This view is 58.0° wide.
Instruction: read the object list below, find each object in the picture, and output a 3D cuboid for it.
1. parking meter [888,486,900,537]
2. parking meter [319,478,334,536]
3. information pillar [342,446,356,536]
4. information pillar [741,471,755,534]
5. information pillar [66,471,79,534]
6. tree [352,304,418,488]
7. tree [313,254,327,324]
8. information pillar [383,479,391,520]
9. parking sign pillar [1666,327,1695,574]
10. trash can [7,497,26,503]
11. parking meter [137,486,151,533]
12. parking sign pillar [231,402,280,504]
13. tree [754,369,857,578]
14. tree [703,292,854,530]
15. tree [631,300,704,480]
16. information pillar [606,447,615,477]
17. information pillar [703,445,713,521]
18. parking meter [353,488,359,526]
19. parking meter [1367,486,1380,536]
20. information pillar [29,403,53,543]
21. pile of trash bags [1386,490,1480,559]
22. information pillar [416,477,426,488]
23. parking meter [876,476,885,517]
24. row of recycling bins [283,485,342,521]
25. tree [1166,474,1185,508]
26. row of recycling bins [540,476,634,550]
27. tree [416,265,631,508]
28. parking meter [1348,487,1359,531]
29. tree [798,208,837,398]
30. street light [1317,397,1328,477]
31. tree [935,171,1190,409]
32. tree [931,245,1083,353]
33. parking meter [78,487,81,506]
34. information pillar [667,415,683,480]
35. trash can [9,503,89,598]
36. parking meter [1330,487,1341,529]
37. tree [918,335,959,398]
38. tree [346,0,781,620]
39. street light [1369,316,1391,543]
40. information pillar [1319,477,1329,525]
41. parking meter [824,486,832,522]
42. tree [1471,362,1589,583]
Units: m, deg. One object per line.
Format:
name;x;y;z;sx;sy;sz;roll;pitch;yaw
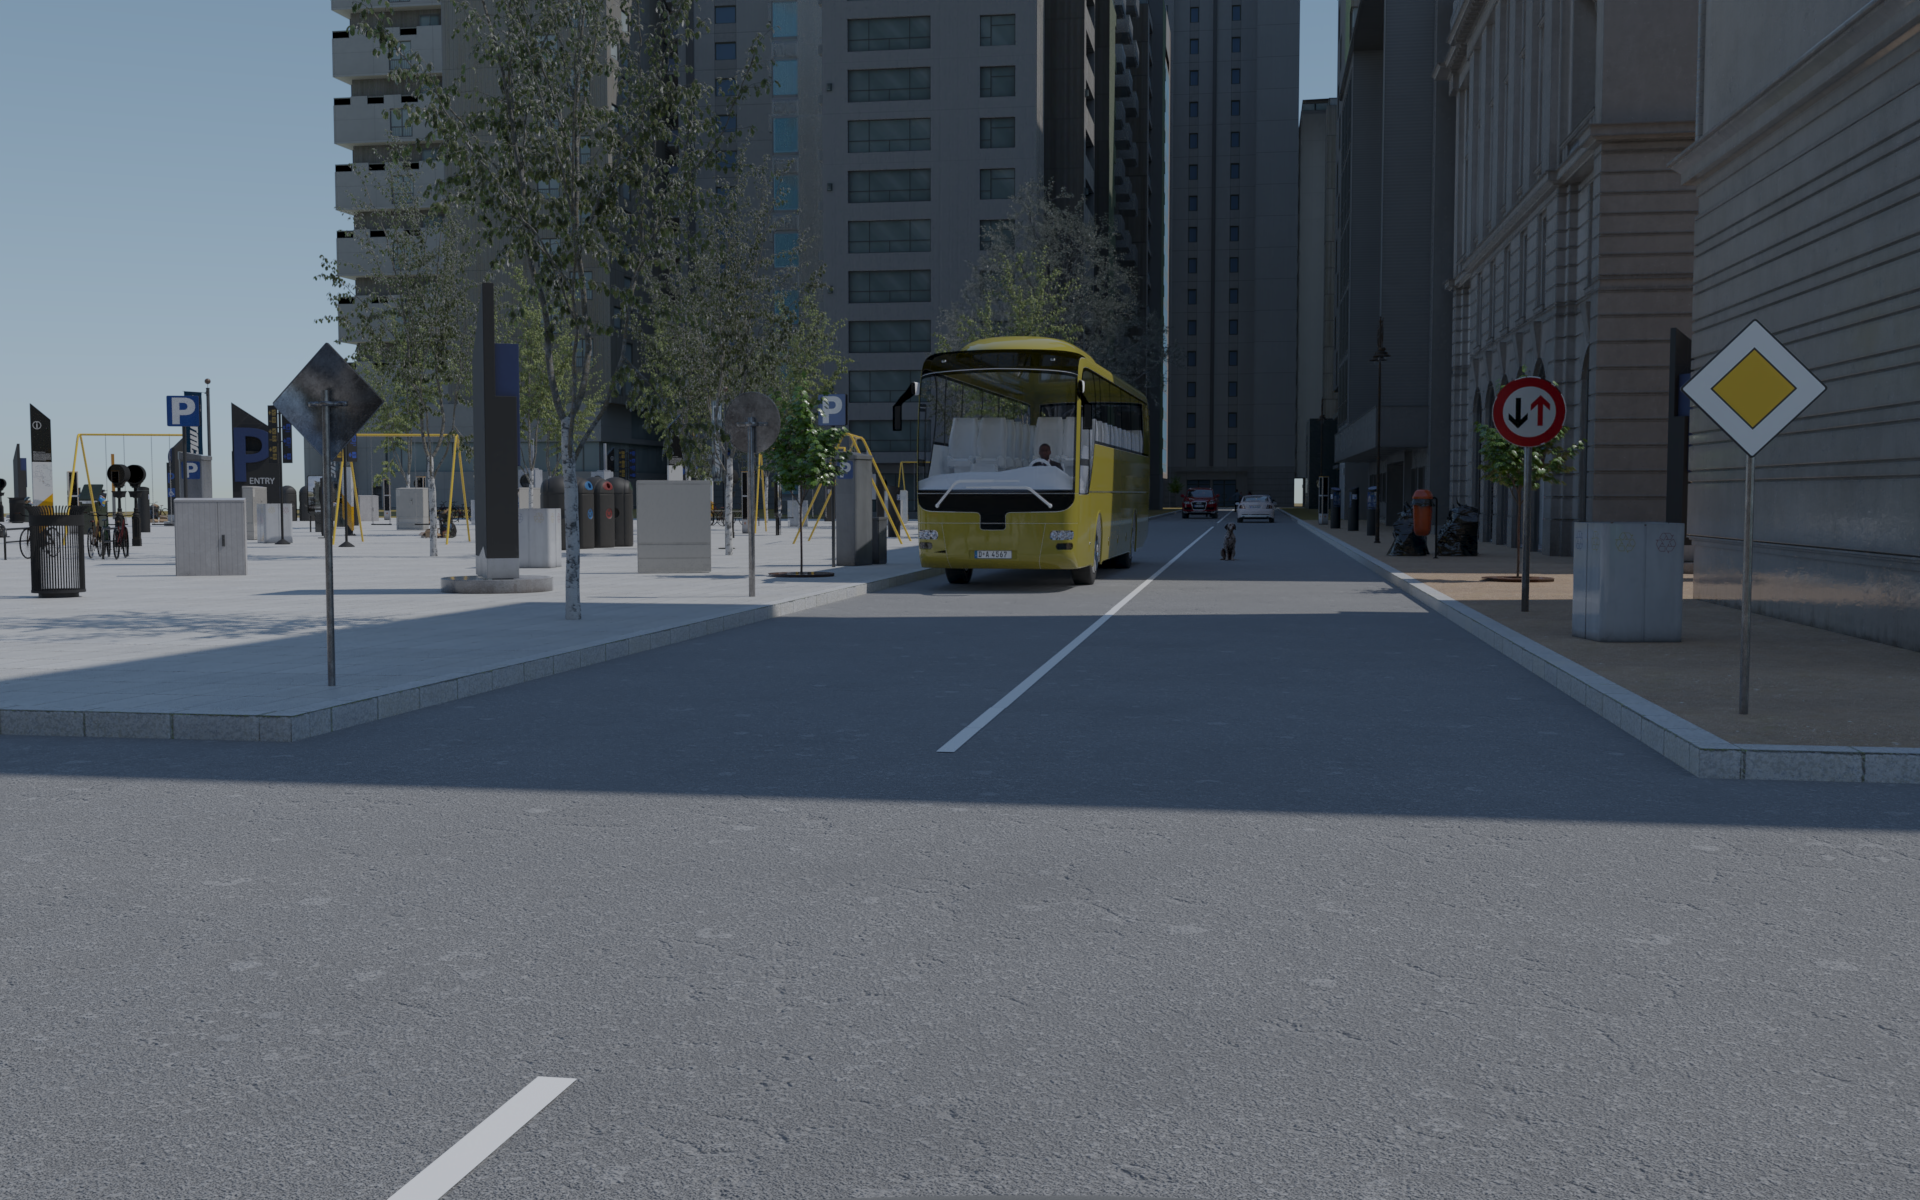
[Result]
parking meter;-1.963;-2.641;51.586;0.372;1.533;0.369;0;3;0
parking meter;-19.321;-2.880;52.798;0.399;1.863;0.255;-1;4;-18
information pillar;-18.812;-3.783;53.202;0.504;3.616;0.183;3;4;36
information pillar;-6.865;-3.159;56.135;0.304;2.012;0.304;3;5;40
information pillar;-28.680;-3.151;56.005;0.304;2.012;0.304;-2;4;-34
tree;-21.031;-7.019;65.116;4.737;8.622;4.395;0;3;0
tree;-10.834;-5.187;35.175;4.360;8.622;3.978;0;3;0
information pillar;-28.205;-4.941;85.274;0.304;2.012;0.304;-1;4;-12
parking sign pillar;12.204;-2.429;28.194;1.447;3.967;1.447;-1;4;-15
trash can;-41.440;-3.942;76.113;0.748;1.137;0.748;0;3;0
parking meter;-27.241;-3.021;57.804;0.372;1.533;0.369;0;3;0
parking sign pillar;-20.701;-3.821;50.947;1.447;3.967;1.447;-1;4;-18
tree;-2.424;-1.971;26.832;1.663;3.219;1.824;0;3;0
tree;-5.961;-6.819;61.858;4.737;8.622;4.395;0;3;0
tree;-10.666;-7.034;65.374;4.737;8.622;4.395;0;3;0
information pillar;-17.437;-5.818;86.484;0.183;3.616;0.504;3;4;36
information pillar;-12.028;-5.595;82.829;0.504;3.616;0.183;1;4;19
parking meter;-24.528;-3.771;70.064;0.372;1.533;0.369;0;3;0
parking meter;12.750;-2.753;53.422;0.372;1.533;0.369;0;3;0
information pillar;-23.801;-3.274;44.878;0.504;3.616;0.183;-3;5;-43
pile of trash bags;9.761;-1.597;35.863;1.912;1.369;3.447;1;4;21
information pillar;-22.722;-4.193;73.053;0.304;2.012;0.304;0;3;0
parking meter;-2.635;-3.165;57.464;0.255;1.863;0.399;0;4;-5
row of recycling bins;-30.549;-4.608;82.449;3.534;1.692;1.069;-2;4;-28
tree;20.180;-10.270;162.517;1.663;3.219;1.824;0;3;0
row of recycling bins;-8.843;-2.072;40.986;1.069;1.692;3.534;1;4;17
tree;-13.630;-6.347;54.133;4.737;8.622;4.395;0;3;0
parking meter;13.650;-3.159;60.065;0.372;1.533;0.369;0;3;0
tree;-4.769;-5.257;36.315;4.360;8.622;3.978;0;3;0
street light;17.293;-6.731;82.840;0.468;5.910;1.993;1;4;10
tree;3.576;-9.577;66.952;12.009;13.543;11.850;0;3;0
tree;1.596;-6.157;51.034;4.737;8.622;4.395;0;3;0
parking meter;-32.973;-3.435;64.575;0.372;1.533;0.369;0;3;0
information pillar;-8.269;-3.608;50.343;0.504;3.616;0.183;-3;5;-42
trash can;-11.224;-0.605;21.538;0.748;1.137;0.748;0;3;0
parking meter;13.952;-3.419;64.316;0.372;1.533;0.369;0;3;0
tree;0.029;-7.802;77.929;4.360;8.622;3.978;0;3;0
tree;-3.897;-4.091;17.256;4.360;8.622;3.978;0;3;0
street light;10.933;-4.429;45.205;0.468;5.910;1.993;1;4;10
information pillar;15.222;-4.159;72.484;0.304;2.012;0.304;-1;4;-18
parking meter;-6.126;-4.591;80.780;0.399;1.863;0.255;-2;4;-24
tree;8.376;-1.889;25.481;1.663;3.219;1.824;0;3;0
